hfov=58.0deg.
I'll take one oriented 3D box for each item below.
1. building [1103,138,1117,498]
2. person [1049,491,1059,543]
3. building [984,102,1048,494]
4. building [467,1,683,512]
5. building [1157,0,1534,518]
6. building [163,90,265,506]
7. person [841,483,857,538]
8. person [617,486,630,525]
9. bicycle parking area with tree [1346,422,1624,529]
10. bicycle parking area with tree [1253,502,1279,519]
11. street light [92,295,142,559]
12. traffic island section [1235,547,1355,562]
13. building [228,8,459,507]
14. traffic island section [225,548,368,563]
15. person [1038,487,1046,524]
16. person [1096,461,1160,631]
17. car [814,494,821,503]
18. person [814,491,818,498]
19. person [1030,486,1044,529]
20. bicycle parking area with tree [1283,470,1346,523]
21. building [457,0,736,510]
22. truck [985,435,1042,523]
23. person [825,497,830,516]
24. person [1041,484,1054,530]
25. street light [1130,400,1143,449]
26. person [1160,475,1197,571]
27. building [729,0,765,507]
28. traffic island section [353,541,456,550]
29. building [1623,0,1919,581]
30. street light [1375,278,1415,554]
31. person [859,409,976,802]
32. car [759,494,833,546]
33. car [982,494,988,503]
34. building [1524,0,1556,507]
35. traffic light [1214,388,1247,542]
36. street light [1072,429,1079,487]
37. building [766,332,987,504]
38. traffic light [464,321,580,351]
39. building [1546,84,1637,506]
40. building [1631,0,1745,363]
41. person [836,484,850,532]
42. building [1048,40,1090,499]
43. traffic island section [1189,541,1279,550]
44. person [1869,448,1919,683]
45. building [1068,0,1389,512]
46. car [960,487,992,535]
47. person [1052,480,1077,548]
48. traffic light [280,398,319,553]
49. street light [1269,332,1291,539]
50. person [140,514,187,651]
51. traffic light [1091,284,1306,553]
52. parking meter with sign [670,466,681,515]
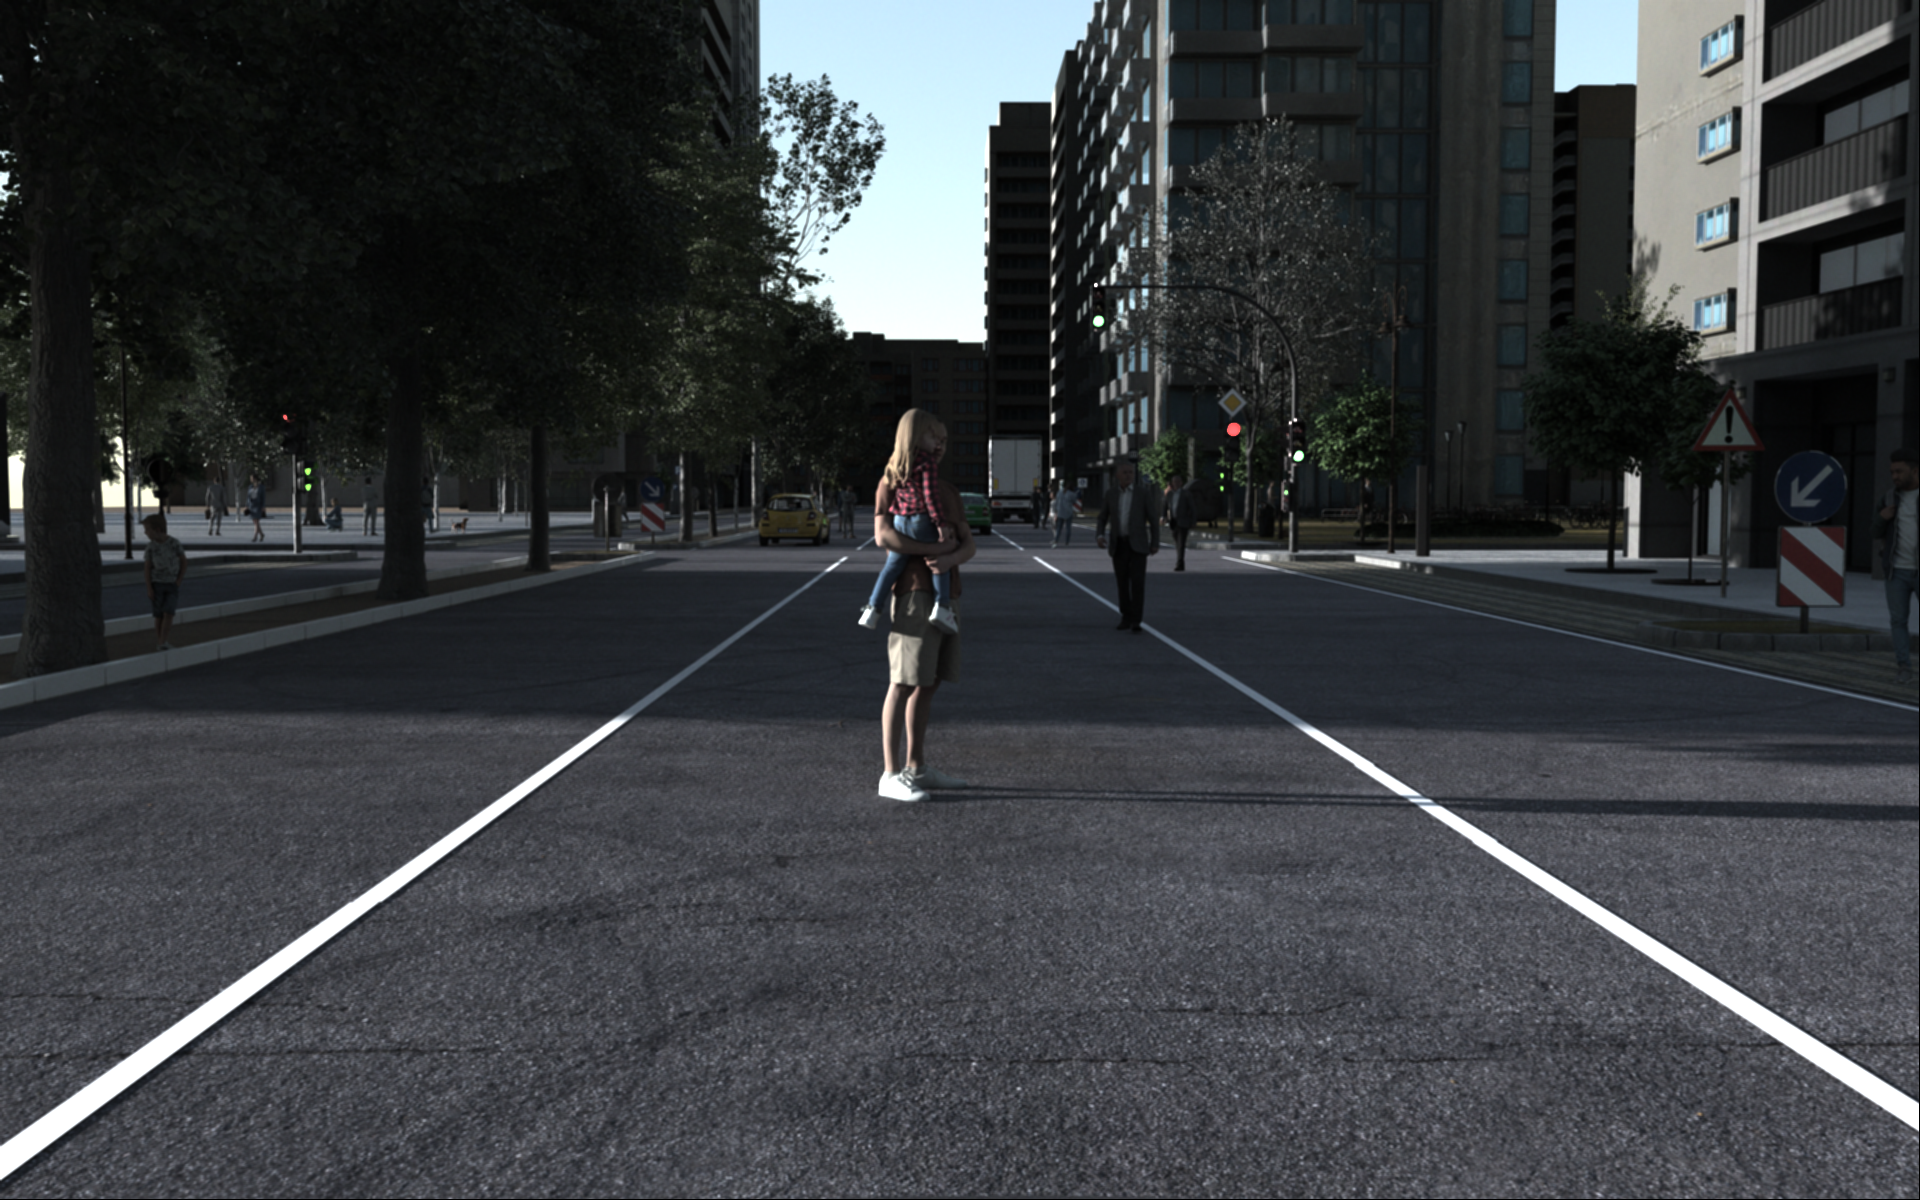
[{"bbox_3d":[17.958,-22.160,134.011,14.160,30.474,14.107,0,4,-1],"label":"building"},{"bbox_3d":[2.792,-2.417,50.620,0.503,1.515,0.523,2,4,34],"label":"person"},{"bbox_3d":[13.823,-36.338,217.829,21.600,48.544,21.300,0,4,-1],"label":"building"},{"bbox_3d":[-28.381,-27.202,128.346,14.154,41.232,14.086,0,4,-1],"label":"building"},{"bbox_3d":[20.421,-29.684,104.934,23.786,49.044,30.456,0,4,-1],"label":"building"},{"bbox_3d":[-77.440,-32.700,184.751,14.200,45.320,14.600,0,4,-1],"label":"building"},{"bbox_3d":[-3.604,-2.924,56.481,0.511,1.800,0.466,-3,5,-40],"label":"person"},{"bbox_3d":[-15.160,-4.234,77.911,0.728,1.800,0.709,-3,4,-38],"label":"person"},{"bbox_3d":[20.649,-4.851,66.317,9.016,4.147,8.231,0,4,-7],"label":"bicycle parking area with tree"},{"bbox_3d":[19.774,-6.097,86.682,9.016,4.147,8.231,0,4,-6],"label":"bicycle parking area with tree"},{"bbox_3d":[-16.361,-3.739,33.913,0.468,5.910,1.993,0,4,-1],"label":"street light"},{"bbox_3d":[7.327,-0.960,37.983,2.009,0.180,2.903,0,4,-1],"label":"traffic island section"},{"bbox_3d":[-56.415,-36.022,178.194,27.495,52.752,28.713,0,4,-1],"label":"building"},{"bbox_3d":[-14.412,-0.941,37.671,2.009,0.180,2.903,0,4,-1],"label":"traffic island section"},{"bbox_3d":[3.814,-4.452,81.640,0.623,1.781,0.721,0,4,-2],"label":"person"},{"bbox_3d":[1.747,-0.561,18.077,0.661,1.777,0.834,1,4,8],"label":"person"},{"bbox_3d":[-13.072,-8.532,151.496,2.014,1.417,4.499,0,4,-2],"label":"car"},{"bbox_3d":[-8.717,-5.760,104.487,0.589,1.601,0.330,-2,4,-34],"label":"person"},{"bbox_3d":[3.188,-3.842,71.739,0.534,1.772,0.576,3,5,40],"label":"person"},{"bbox_3d":[20.578,-5.469,76.422,8.231,4.147,9.016,-3,4,-36],"label":"bicycle parking area with tree"},{"bbox_3d":[-31.013,-31.977,146.532,21.300,48.544,21.600,0,4,-1],"label":"building"},{"bbox_3d":[2.695,-6.049,87.819,2.839,4.237,11.283,0,4,1],"label":"truck"},{"bbox_3d":[-8.677,-6.117,113.195,0.332,1.250,0.352,2,4,27],"label":"person"},{"bbox_3d":[3.648,-3.757,69.707,0.755,1.850,0.659,1,4,17],"label":"person"},{"bbox_3d":[8.662,-6.867,85.059,0.468,5.910,1.993,0,4,-1],"label":"street light"},{"bbox_3d":[4.013,-1.413,31.999,0.661,1.777,0.834,2,4,26],"label":"person"},{"bbox_3d":[-32.037,-45.471,181.697,20.611,71.187,20.563,0,4,-1],"label":"building"},{"bbox_3d":[-14.529,-1.430,45.655,2.009,0.180,2.903,0,4,-1],"label":"traffic island section"},{"bbox_3d":[23.888,-35.769,23.068,20.563,71.187,20.611,0,4,-1],"label":"building"},{"bbox_3d":[9.326,-3.944,37.278,0.468,5.910,1.993,0,4,-1],"label":"street light"},{"bbox_3d":[-0.196,0.016,8.217,0.573,1.828,0.580,-1,4,-9],"label":"person"},{"bbox_3d":[-4.662,-2.382,49.174,2.015,1.641,3.980,0,4,1],"label":"car"},{"bbox_3d":[1.842,-7.497,134.377,2.131,1.459,4.920,0,4,-3],"label":"car"},{"bbox_3d":[48.926,-45.551,183.017,20.611,71.187,20.563,0,4,-1],"label":"building"},{"bbox_3d":[7.170,-3.482,45.852,0.839,4.253,0.868,0,4,-1],"label":"traffic light"},{"bbox_3d":[8.054,-9.045,120.669,0.468,5.910,1.993,0,4,-1],"label":"street light"},{"bbox_3d":[-11.471,-23.027,221.532,28.899,21.520,27.650,0,4,-1],"label":"building"},{"bbox_3d":[-12.399,-4.338,45.587,4.771,5.953,1.251,0,4,-1],"label":"traffic light"},{"bbox_3d":[66.289,-32.824,186.775,14.200,45.320,14.600,0,4,-1],"label":"building"},{"bbox_3d":[36.527,-26.797,61.831,21.600,48.544,21.300,0,4,-1],"label":"building"},{"bbox_3d":[-4.363,-3.443,64.816,0.581,1.822,0.654,-3,5,-43],"label":"person"},{"bbox_3d":[20.941,-34.194,182.767,21.300,48.544,21.600,0,4,-1],"label":"building"},{"bbox_3d":[7.210,-1.449,45.967,2.009,0.180,2.903,0,4,-1],"label":"traffic island section"},{"bbox_3d":[7.223,-0.262,13.133,0.623,1.781,0.721,2,4,33],"label":"person"},{"bbox_3d":[22.372,-32.821,156.232,23.786,49.044,30.456,0,4,-1],"label":"building"},{"bbox_3d":[0.147,-3.231,61.617,1.959,1.807,4.718,0,4,-2],"label":"car"},{"bbox_3d":[2.772,-2.280,46.047,0.793,1.790,0.793,-1,4,-16],"label":"person"},{"bbox_3d":[-14.372,-2.973,37.537,0.839,4.253,0.868,0,4,-1],"label":"traffic light"},{"bbox_3d":[9.107,-4.663,49.025,0.468,5.910,1.993,0,4,-1],"label":"street light"},{"bbox_3d":[-7.248,-0.160,15.793,0.332,1.250,0.352,1,4,17],"label":"person"},{"bbox_3d":[5.196,-3.855,37.696,4.771,5.953,1.251,0,4,-1],"label":"traffic light"},{"bbox_3d":[-17.413,-6.726,106.237,0.543,3.016,1.738,0,4,3],"label":"parking meter with sign"}]
